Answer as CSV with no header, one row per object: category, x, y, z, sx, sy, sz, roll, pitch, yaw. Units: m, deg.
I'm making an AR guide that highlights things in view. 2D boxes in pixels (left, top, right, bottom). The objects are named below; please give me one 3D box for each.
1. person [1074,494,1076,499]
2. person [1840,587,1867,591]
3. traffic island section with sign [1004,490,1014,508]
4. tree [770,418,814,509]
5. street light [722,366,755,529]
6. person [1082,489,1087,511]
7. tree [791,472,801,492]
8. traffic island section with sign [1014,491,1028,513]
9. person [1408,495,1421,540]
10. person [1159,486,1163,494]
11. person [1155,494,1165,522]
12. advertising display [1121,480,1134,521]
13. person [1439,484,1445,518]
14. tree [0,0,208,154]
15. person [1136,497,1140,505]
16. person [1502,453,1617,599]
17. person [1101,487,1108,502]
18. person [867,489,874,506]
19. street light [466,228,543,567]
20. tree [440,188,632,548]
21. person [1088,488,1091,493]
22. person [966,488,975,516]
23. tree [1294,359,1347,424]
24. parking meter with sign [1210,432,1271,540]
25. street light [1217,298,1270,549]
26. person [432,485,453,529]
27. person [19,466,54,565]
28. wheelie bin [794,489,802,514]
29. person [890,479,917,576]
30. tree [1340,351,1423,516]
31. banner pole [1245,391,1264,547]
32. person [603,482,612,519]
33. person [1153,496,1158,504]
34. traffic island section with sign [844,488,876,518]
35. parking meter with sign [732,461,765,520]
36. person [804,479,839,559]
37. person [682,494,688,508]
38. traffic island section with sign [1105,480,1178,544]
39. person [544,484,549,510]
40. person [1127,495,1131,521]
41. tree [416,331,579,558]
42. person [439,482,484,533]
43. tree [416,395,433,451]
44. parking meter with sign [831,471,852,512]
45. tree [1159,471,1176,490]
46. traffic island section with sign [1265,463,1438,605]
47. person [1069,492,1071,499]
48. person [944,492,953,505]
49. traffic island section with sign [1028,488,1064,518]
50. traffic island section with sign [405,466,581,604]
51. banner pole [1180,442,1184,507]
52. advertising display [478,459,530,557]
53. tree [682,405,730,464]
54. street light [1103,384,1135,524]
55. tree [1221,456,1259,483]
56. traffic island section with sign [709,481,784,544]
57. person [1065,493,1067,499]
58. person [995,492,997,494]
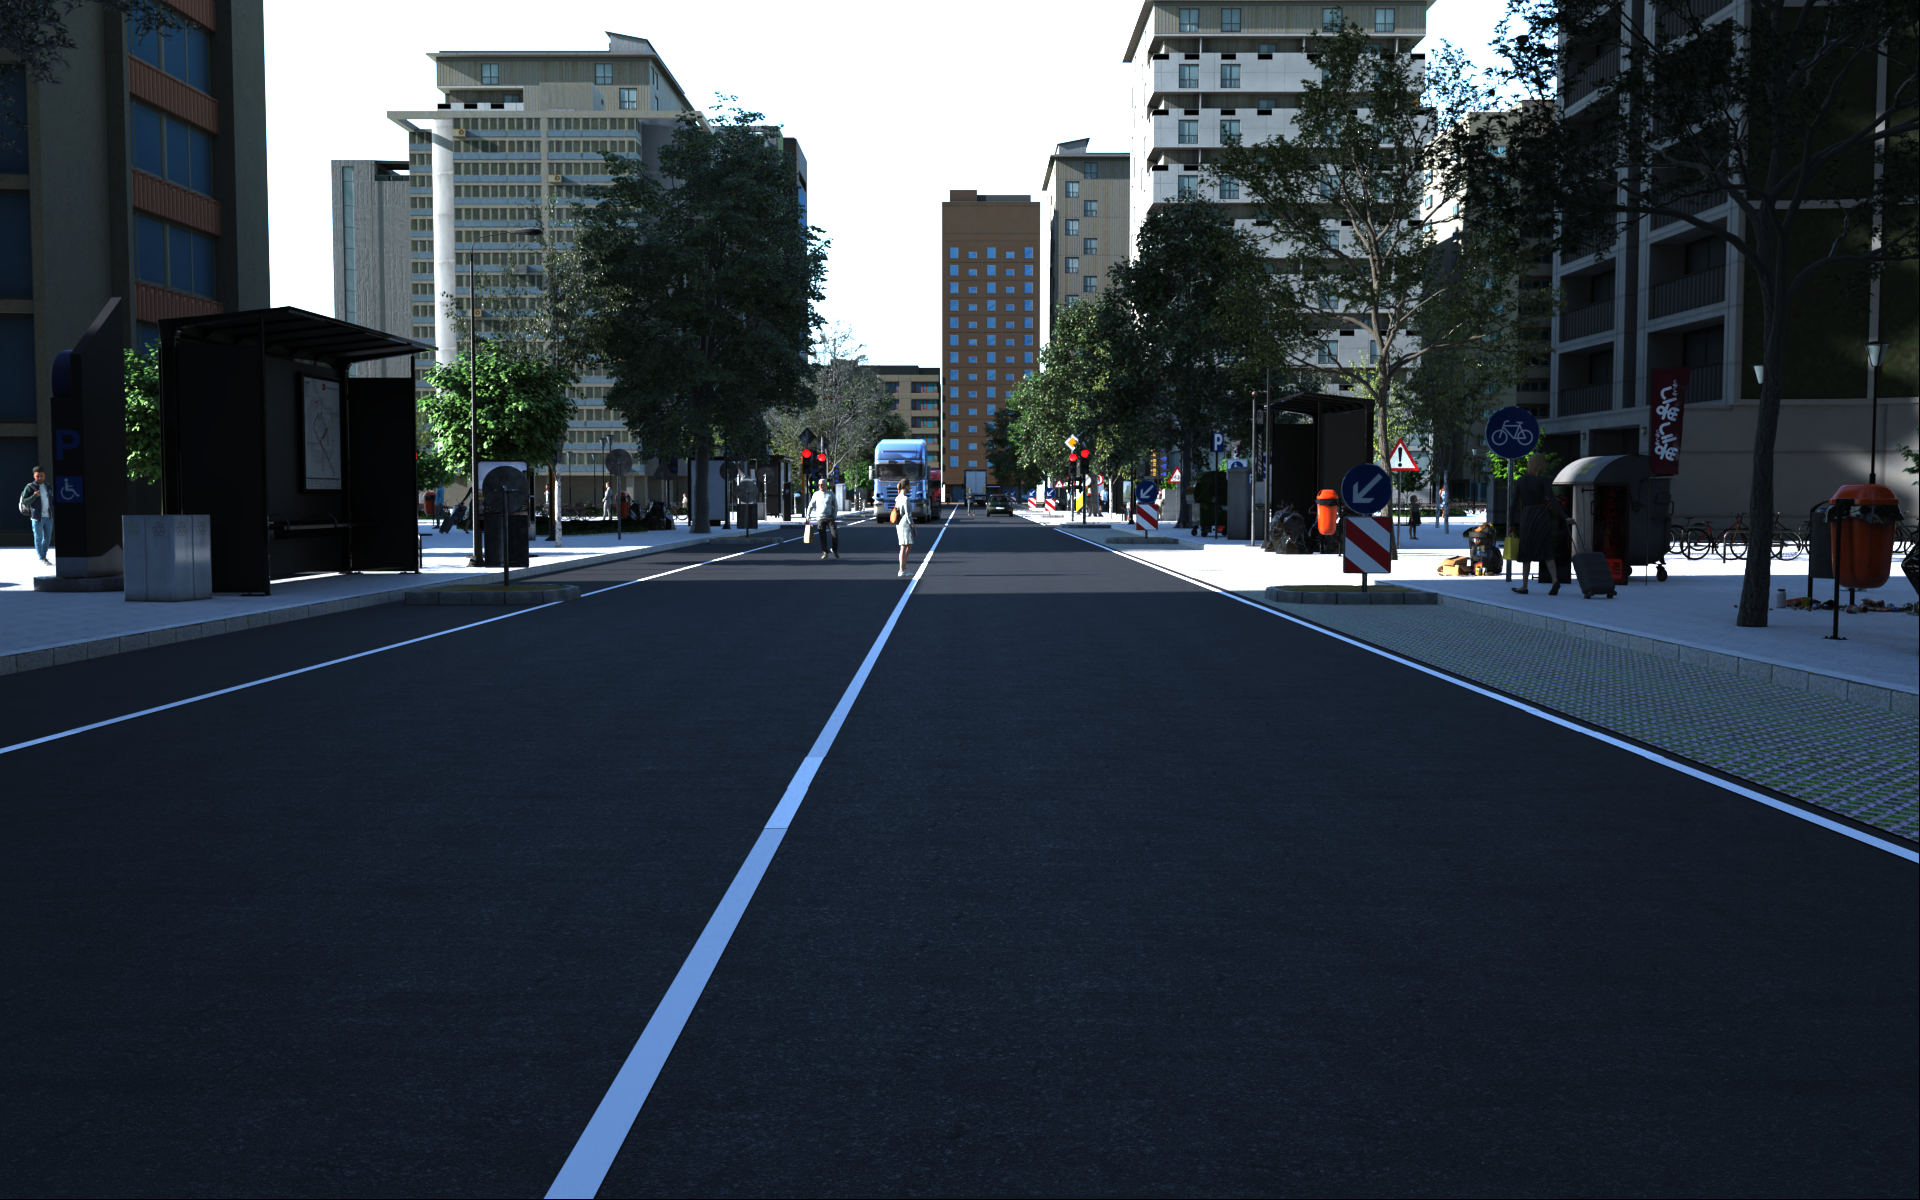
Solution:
person,9.270,-7.944,140.179,0.306,1.304,0.590,1,4,11
person,11.810,-0.740,22.825,0.332,1.250,0.352,0,4,-4
traffic island section with sign,5.512,-10.726,183.996,1.989,1.847,2.006,0,3,0
tree,-14.529,-12.293,151.347,4.737,8.622,4.395,0,3,0
street light,-7.991,-5.539,63.101,1.470,5.913,1.316,0,3,0
person,9.271,-7.472,128.459,0.529,1.795,0.600,3,4,37
tree,-12.791,-8.206,128.768,1.663,3.219,1.824,0,3,0
traffic island section with sign,5.403,-7.614,133.122,1.989,1.847,2.006,0,3,0
person,12.846,-2.334,48.872,0.362,1.253,0.373,-2,4,-24
person,14.264,-7.176,123.374,0.555,1.821,0.388,3,4,37
person,9.306,-4.300,80.622,0.475,1.303,0.640,1,4,11
advertising display,7.975,-4.732,82.581,0.123,1.923,0.974,3,4,37
person,25.154,-5.137,90.120,0.616,1.811,0.778,0,4,0
tree,-9.363,-6.240,12.401,12.009,13.543,11.850,0,3,0
person,13.825,-7.924,135.694,0.616,1.811,0.778,-2,4,-27
person,7.487,-0.949,21.773,0.699,1.804,1.509,-1,4,-19
person,10.849,-7.587,130.355,0.793,1.790,0.793,-3,4,-36
person,-9.242,-10.652,180.299,0.705,1.812,1.348,2,4,30
street light,-7.978,-3.536,30.354,1.470,5.913,1.316,0,3,0
tree,-9.835,-5.561,41.288,4.360,8.622,3.978,0,3,0
person,10.457,-8.190,140.132,0.728,1.800,0.709,-1,4,-22
person,0.751,-6.523,115.323,0.661,1.801,0.590,-2,4,-25
tree,19.850,-8.803,94.291,4.360,8.622,3.978,0,3,0
parking meter with sign,7.886,-3.199,48.563,1.738,3.016,0.543,3,5,42
street light,6.679,-4.161,40.574,1.470,5.913,1.316,0,3,0
person,-19.111,-3.545,63.871,0.748,1.841,0.638,-1,4,-10
person,-16.548,-1.517,31.195,0.721,1.781,0.623,1,4,17
wheelie bin,-10.307,-6.327,111.357,0.693,1.594,0.980,0,4,-4
person,-0.971,-1.270,30.267,0.522,1.701,0.512,-2,4,-28
tree,21.456,-8.473,88.899,4.737,8.622,4.395,0,3,0
banner pole,7.290,-3.208,42.460,0.401,3.779,0.863,2,4,32
person,-15.165,-4.146,74.096,0.573,1.790,0.520,-1,4,-11
person,12.738,-6.415,112.735,0.589,1.601,0.330,0,4,-2
traffic island section with sign,-6.071,-5.972,106.266,1.989,1.847,2.006,0,3,0
parking meter with sign,-10.342,-5.412,84.741,1.738,3.016,0.543,1,4,13
person,-3.083,-1.805,38.494,0.782,1.767,0.515,0,4,-1
person,-18.523,-6.509,116.737,0.475,1.303,0.640,3,5,40
traffic island section with sign,5.229,-2.543,50.208,1.989,1.847,2.006,0,3,0
person,-21.690,-5.218,91.335,0.713,1.824,0.794,-1,4,-17
person,8.001,-4.326,81.462,0.332,1.250,0.352,-3,5,-43
tree,-9.384,-3.143,35.094,4.285,4.588,4.351,0,3,0
person,-16.150,-3.071,56.470,1.509,1.804,0.699,1,4,11
tree,-38.687,-10.496,121.973,4.737,8.622,4.395,0,3,0
parking meter with sign,-8.737,-7.994,126.956,1.738,3.016,0.543,2,4,32
tree,16.539,-8.759,137.817,1.663,3.219,1.824,0,3,0
traffic island section with sign,5.174,-0.894,23.252,1.989,1.847,2.006,0,3,0
person,9.104,-8.288,141.412,0.638,1.841,0.748,-1,4,-19
person,-1.524,-13.509,230.085,1.217,1.736,0.721,2,4,25
traffic island section with sign,5.354,-5.943,105.798,1.989,1.847,2.006,0,3,0
traffic island section with sign,-6.241,-0.907,23.464,1.989,1.847,2.006,0,3,0
banner pole,9.317,-5.057,72.695,0.401,3.779,0.863,0,4,0
advertising display,-8.542,-1.662,32.396,0.974,1.923,0.123,0,4,-7
tree,-18.915,-10.979,129.874,4.737,8.622,4.395,0,3,0
street light,6.720,-6.149,73.084,1.470,5.913,1.316,0,3,0
tree,20.510,-8.848,128.382,4.285,4.588,4.351,0,3,0
traffic island section with sign,-6.179,-2.556,50.419,1.989,1.847,2.006,0,3,0
person,11.699,-11.191,189.809,0.721,1.735,1.217,1,4,18
person,4.498,-12.581,214.922,1.217,1.743,0.721,2,4,29
